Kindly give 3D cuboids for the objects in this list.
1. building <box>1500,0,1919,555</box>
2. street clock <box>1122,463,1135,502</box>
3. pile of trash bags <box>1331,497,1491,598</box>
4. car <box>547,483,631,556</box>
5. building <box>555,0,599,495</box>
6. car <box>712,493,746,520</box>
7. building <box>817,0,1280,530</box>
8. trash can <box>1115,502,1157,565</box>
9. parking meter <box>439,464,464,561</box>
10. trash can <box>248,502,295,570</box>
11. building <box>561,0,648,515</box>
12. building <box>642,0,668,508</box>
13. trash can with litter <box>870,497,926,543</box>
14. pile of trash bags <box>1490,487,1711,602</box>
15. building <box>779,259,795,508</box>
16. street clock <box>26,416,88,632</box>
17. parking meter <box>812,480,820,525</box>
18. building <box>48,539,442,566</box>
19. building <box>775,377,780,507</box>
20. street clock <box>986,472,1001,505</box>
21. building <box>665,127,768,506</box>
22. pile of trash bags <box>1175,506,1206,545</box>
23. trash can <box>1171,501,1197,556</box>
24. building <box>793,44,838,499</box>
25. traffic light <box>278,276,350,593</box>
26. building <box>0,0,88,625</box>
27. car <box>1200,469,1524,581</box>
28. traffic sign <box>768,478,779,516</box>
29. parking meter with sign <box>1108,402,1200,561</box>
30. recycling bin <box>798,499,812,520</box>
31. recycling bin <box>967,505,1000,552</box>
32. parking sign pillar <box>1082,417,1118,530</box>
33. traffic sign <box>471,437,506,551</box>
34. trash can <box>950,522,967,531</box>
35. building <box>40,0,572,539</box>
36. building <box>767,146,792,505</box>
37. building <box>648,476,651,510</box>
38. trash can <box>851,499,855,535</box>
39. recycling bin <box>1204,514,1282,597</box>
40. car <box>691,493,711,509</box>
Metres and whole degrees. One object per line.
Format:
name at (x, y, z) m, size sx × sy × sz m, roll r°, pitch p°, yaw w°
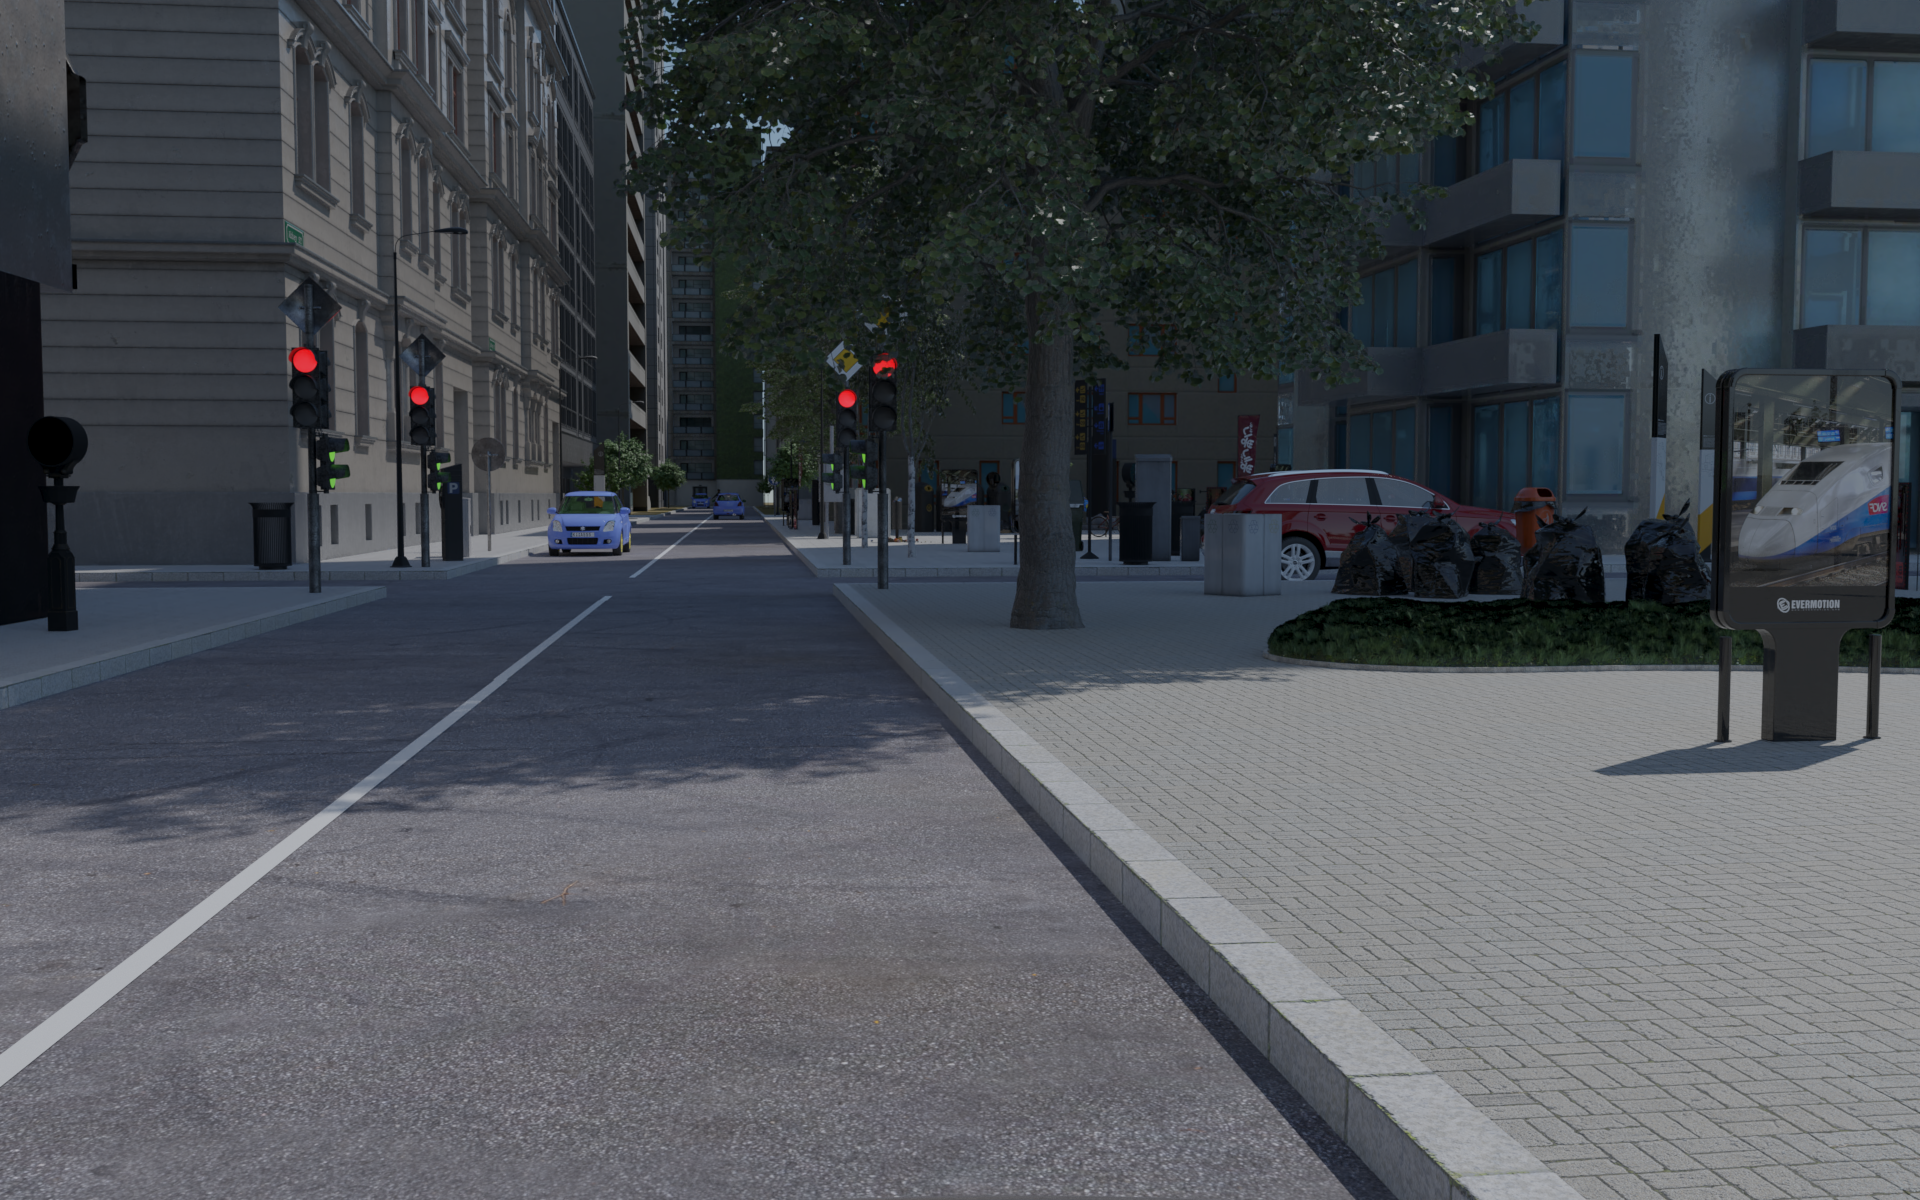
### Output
building at (24.018, -26.067, 45.811) m, size 30.456 × 49.044 × 23.786 m, roll 0°, pitch 4°, yaw -7°
street clock at (3.935, -2.166, 39.987) m, size 0.358 × 2.002 × 0.471 m, roll 2°, pitch 4°, yaw 34°
pile of trash bags at (6.604, -0.789, 22.653) m, size 3.447 × 1.369 × 1.912 m, roll -2°, pitch 4°, yaw -35°
car at (-8.817, -1.941, 41.326) m, size 1.945 × 1.707 × 3.694 m, roll 0°, pitch 4°, yaw -6°
building at (-26.559, -18.011, 87.988) m, size 14.314 × 27.812 × 24.014 m, roll 0°, pitch 4°, yaw -7°
car at (-13.107, -5.422, 98.236) m, size 1.945 × 1.707 × 3.694 m, roll 0°, pitch 4°, yaw -6°
building at (8.040, -14.228, 77.670) m, size 27.650 × 21.520 × 28.899 m, roll 0°, pitch 4°, yaw -7°
trash can at (3.192, -1.210, 31.436) m, size 0.748 × 1.137 × 0.748 m, roll 0°, pitch 3°, yaw 0°
parking meter at (-9.756, -1.681, 33.200) m, size 0.399 × 1.863 × 0.255 m, roll -2°, pitch 4°, yaw -33°
trash can at (-11.697, -1.089, 29.459) m, size 0.748 × 1.137 × 0.748 m, roll 0°, pitch 3°, yaw 0°
building at (-32.059, -29.952, 113.419) m, size 21.300 × 48.544 × 21.600 m, roll 0°, pitch 4°, yaw -7°
building at (-39.076, -44.511, 166.003) m, size 20.611 × 71.187 × 20.563 m, roll 0°, pitch 4°, yaw -7°
trash can with litter at (-1.567, -2.176, 46.635) m, size 1.678 × 1.210 × 2.233 m, roll 0°, pitch 4°, yaw 1°
pile of trash bags at (7.376, -0.478, 17.575) m, size 3.447 × 1.369 × 1.912 m, roll 2°, pitch 4°, yaw 28°
building at (-0.007, -17.952, 138.556) m, size 27.650 × 21.520 × 28.899 m, roll 0°, pitch 4°, yaw -7°
street clock at (-8.419, -0.711, 16.199) m, size 0.471 × 2.002 × 0.358 m, roll 0°, pitch 4°, yaw 5°
parking meter at (-5.909, -3.998, 71.071) m, size 0.255 × 1.863 × 0.399 m, roll 1°, pitch 4°, yaw 9°
building at (-19.625, -15.501, 40.825) m, size 14.401 × 28.519 × 23.554 m, roll 0°, pitch 4°, yaw -7°
building at (-3.761, -19.731, 167.637) m, size 27.650 × 21.520 × 28.899 m, roll 0°, pitch 4°, yaw -7°
street clock at (1.069, -3.131, 55.764) m, size 0.471 × 2.002 × 0.358 m, roll 0°, pitch 4°, yaw -1°
building at (-29.324, -31.347, 196.109) m, size 14.086 × 41.232 × 14.154 m, roll 0°, pitch 4°, yaw -7°
pile of trash bags at (6.400, -2.148, 44.867) m, size 1.912 × 1.369 × 3.447 m, roll 2°, pitch 4°, yaw 31°
trash can at (4.549, -1.494, 36.075) m, size 0.748 × 1.137 × 0.748 m, roll 0°, pitch 3°, yaw 0°
building at (-4.075, -21.028, 115.504) m, size 14.160 × 30.474 × 14.107 m, roll 0°, pitch 4°, yaw -7°
traffic light at (-8.362, -2.047, 22.393) m, size 0.839 × 4.253 × 0.868 m, roll 0°, pitch 4°, yaw -7°
building at (-17.116, -8.799, 11.320) m, size 16.811 × 18.784 × 16.820 m, roll 0°, pitch 4°, yaw -7°
car at (6.507, -1.154, 27.542) m, size 5.304 × 1.827 × 2.281 m, roll 0°, pitch 4°, yaw -6°
traffic sign at (-10.769, -6.153, 100.705) m, size 0.768 × 2.556 × 0.104 m, roll 0°, pitch 4°, yaw -5°
parking meter with sign at (3.703, -2.251, 33.071) m, size 1.738 × 3.016 × 0.543 m, roll 0°, pitch 4°, yaw 2°
recycling bin at (-7.691, -4.471, 85.663) m, size 0.722 × 1.027 × 0.722 m, roll -1°, pitch 4°, yaw -9°
recycling bin at (0.525, -1.593, 38.598) m, size 0.722 × 1.027 × 0.722 m, roll 0°, pitch 4°, yaw 0°
parking sign pillar at (5.032, -4.476, 61.662) m, size 1.447 × 3.967 × 1.447 m, roll -2°, pitch 4°, yaw -29°
traffic sign at (-10.571, -2.369, 38.843) m, size 0.768 × 2.556 × 0.104 m, roll 0°, pitch 4°, yaw -1°
trash can at (-0.038, -2.818, 57.721) m, size 0.748 × 1.137 × 0.748 m, roll 0°, pitch 3°, yaw 0°
building at (-22.293, -16.929, 64.186) m, size 14.401 × 28.519 × 23.554 m, roll 0°, pitch 4°, yaw -7°
building at (-15.333, -31.446, 197.740) m, size 14.086 × 41.232 × 14.154 m, roll 0°, pitch 4°, yaw -7°
building at (-41.187, -27.155, 135.872) m, size 32.217 × 40.220 × 23.993 m, roll 0°, pitch 4°, yaw -7°
trash can at (-3.246, -2.629, 54.631) m, size 0.748 × 1.137 × 0.748 m, roll 0°, pitch 3°, yaw 0°
recycling bin at (3.601, -0.581, 22.061) m, size 0.722 × 1.027 × 0.722 m, roll -3°, pitch 4°, yaw -37°
car at (-25.614, -9.892, 171.331) m, size 1.945 × 1.707 × 3.694 m, roll 0°, pitch 4°, yaw -7°
